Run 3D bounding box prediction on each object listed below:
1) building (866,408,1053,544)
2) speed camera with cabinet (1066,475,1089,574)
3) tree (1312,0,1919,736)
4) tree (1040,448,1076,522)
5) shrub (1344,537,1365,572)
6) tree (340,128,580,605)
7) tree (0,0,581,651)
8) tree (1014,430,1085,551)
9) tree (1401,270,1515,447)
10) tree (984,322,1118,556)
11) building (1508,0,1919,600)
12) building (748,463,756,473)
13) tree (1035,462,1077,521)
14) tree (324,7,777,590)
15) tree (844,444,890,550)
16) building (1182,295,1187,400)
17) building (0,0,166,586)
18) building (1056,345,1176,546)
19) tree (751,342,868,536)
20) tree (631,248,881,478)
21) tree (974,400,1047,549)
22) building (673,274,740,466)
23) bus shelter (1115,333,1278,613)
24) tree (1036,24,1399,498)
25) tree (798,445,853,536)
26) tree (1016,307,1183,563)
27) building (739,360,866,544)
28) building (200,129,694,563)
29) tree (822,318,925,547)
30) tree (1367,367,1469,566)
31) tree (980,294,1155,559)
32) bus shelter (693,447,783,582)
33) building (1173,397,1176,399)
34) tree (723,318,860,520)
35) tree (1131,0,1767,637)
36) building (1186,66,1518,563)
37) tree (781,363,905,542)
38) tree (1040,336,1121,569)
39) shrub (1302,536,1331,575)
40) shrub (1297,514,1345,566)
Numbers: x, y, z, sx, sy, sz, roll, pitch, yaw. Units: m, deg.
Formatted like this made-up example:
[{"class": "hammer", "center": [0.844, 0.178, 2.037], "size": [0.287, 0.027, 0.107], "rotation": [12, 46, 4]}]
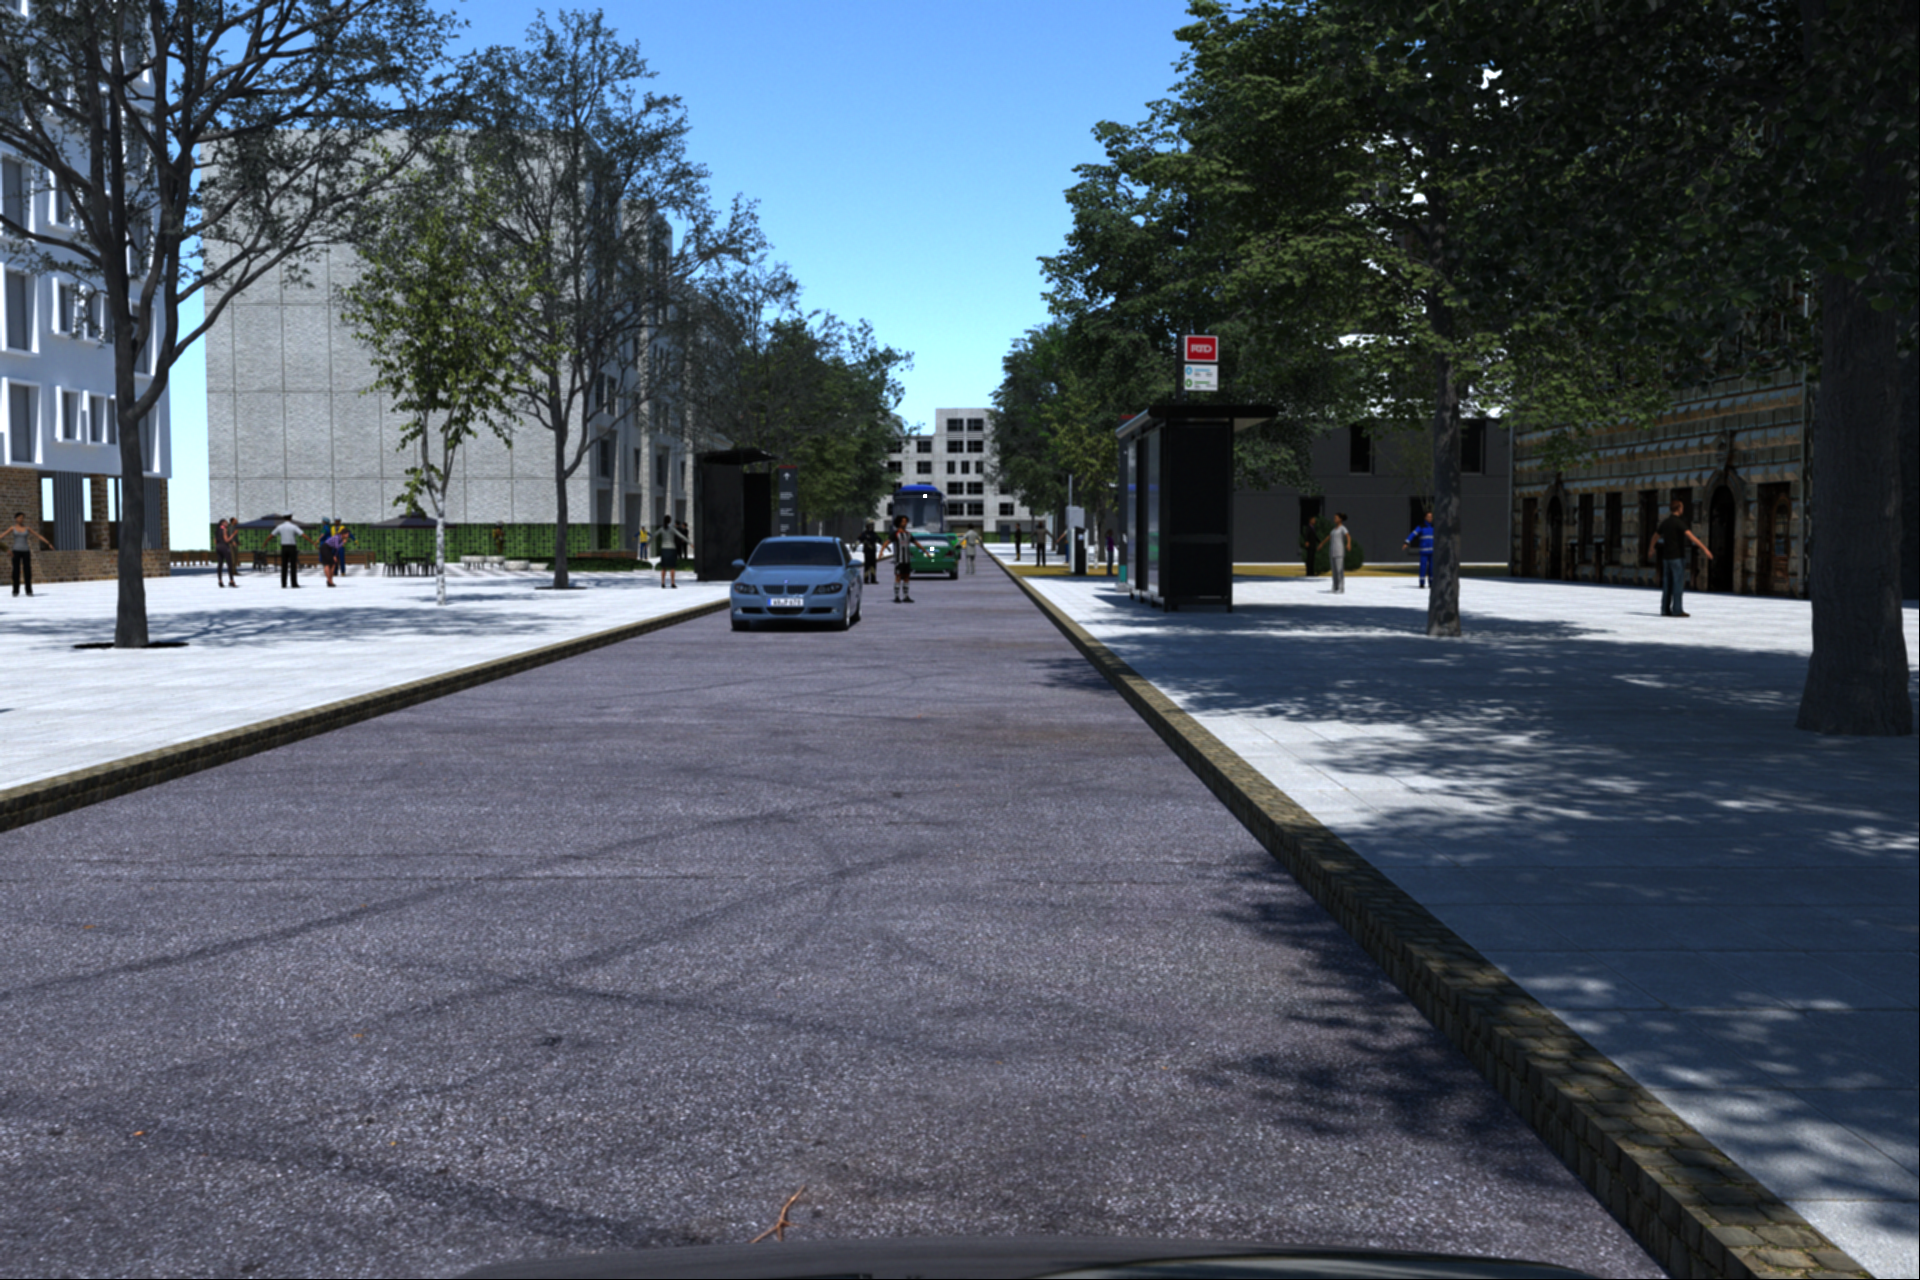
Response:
[{"class": "building", "center": [-2.374, -23.263, 249.261], "size": [31.486, 18.905, 16.747], "rotation": [0, 4, 7]}, {"class": "speed camera with cabinet", "center": [3.874, -3.838, 57.084], "size": [0.660, 3.252, 2.038], "rotation": [0, 4, -1]}, {"class": "tree", "center": [5.872, -6.368, 10.778], "size": [9.857, 13.997, 8.962], "rotation": [0, 3, 0]}, {"class": "tree", "center": [7.178, -10.502, 122.066], "size": [4.737, 8.622, 4.395], "rotation": [0, 3, 0]}, {"class": "shrub", "center": [13.346, -2.942, 59.210], "size": [1.383, 1.207, 1.383], "rotation": [0, 3, 0]}, {"class": "tree", "center": [-9.231, -4.940, 31.128], "size": [4.737, 8.622, 4.395], "rotation": [0, 3, 0]}, {"class": "tree", "center": [-9.228, -6.658, 19.220], "size": [12.009, 13.543, 11.850], "rotation": [0, 3, 0]}, {"class": "tree", "center": [7.198, -12.473, 129.683], "size": [9.928, 11.665, 9.643], "rotation": [0, 3, 0]}, {"class": "tree", "center": [20.640, -9.198, 60.755], "size": [12.009, 13.543, 11.850], "rotation": [0, 3, 0]}, {"class": "tree", "center": [6.168, -12.036, 103.437], "size": [9.857, 13.997, 8.962], "rotation": [0, 3, 0]}, {"class": "building", "center": [25.700, -12.919, 42.158], "size": [19.493, 23.208, 18.063], "rotation": [0, 4, 0]}, {"class": "building", "center": [-25.794, -14.838, 184.743], "size": [9.099, 9.664, 28.070], "rotation": [0, 4, 0]}, {"class": "tree", "center": [6.556, -10.107, 115.609], "size": [4.360, 8.622, 3.978], "rotation": [0, 3, 0]}, {"class": "tree", "center": [-9.146, -7.926, 39.968], "size": [12.009, 13.543, 11.850], "rotation": [0, 3, 0]}, {"class": "tree", "center": [-9.249, -12.711, 142.238], "size": [7.601, 10.594, 8.767], "rotation": [-2, 4, -27]}, {"class": "building", "center": [21.687, -16.658, 128.781], "size": [16.016, 20.090, 11.380], "rotation": [0, 4, 0]}, {"class": "building", "center": [-28.597, -11.136, 38.501], "size": [16.016, 20.090, 11.380], "rotation": [0, 4, -1]}, {"class": "building", "center": [25.139, -22.001, 203.692], "size": [27.936, 21.610, 32.646], "rotation": [0, 4, 0]}, {"class": "tree", "center": [-9.187, -11.172, 100.783], "size": [7.486, 12.596, 7.792], "rotation": [0, 3, 0]}, {"class": "tree", "center": [-8.578, -9.994, 73.772], "size": [12.009, 13.543, 11.850], "rotation": [0, 3, 0]}, {"class": "tree", "center": [6.260, -14.616, 149.333], "size": [12.009, 13.543, 11.850], "rotation": [0, 3, 0]}, {"class": "building", "center": [-25.882, -17.782, 121.672], "size": [19.493, 23.208, 18.063], "rotation": [0, 4, 0]}, {"class": "bus shelter", "center": [4.126, -3.349, 32.392], "size": [2.179, 5.291, 8.768], "rotation": [0, 3, 0]}, {"class": "tree", "center": [6.714, -8.483, 45.349], "size": [9.857, 13.997, 8.962], "rotation": [0, 3, 0]}, {"class": "tree", "center": [-8.995, -9.863, 111.618], "size": [4.737, 8.622, 4.395], "rotation": [0, 3, 0]}, {"class": "tree", "center": [6.385, -9.305, 77.888], "size": [9.928, 11.665, 9.643], "rotation": [0, 3, 0]}, {"class": "building", "center": [-26.643, -22.997, 219.983], "size": [27.936, 21.610, 32.646], "rotation": [0, 4, 0]}, {"class": "building", "center": [-24.849, -13.778, 91.730], "size": [16.747, 18.905, 31.486], "rotation": [0, 4, 0]}, {"class": "tree", "center": [-9.357, -18.282, 154.801], "size": [12.611, 20.169, 13.585], "rotation": [0, 3, 0]}, {"class": "tree", "center": [19.319, -7.342, 70.396], "size": [4.360, 8.622, 3.978], "rotation": [0, 3, 0]}, {"class": "tree", "center": [6.145, -10.901, 88.594], "size": [12.009, 13.543, 11.850], "rotation": [0, 3, 0]}, {"class": "bus shelter", "center": [-6.306, -3.581, 49.824], "size": [1.731, 3.624, 6.357], "rotation": [0, 4, 1]}, {"class": "building", "center": [25.137, -20.042, 184.101], "size": [16.016, 20.090, 11.380], "rotation": [0, 4, 0]}, {"class": "tree", "center": [-9.097, -10.561, 90.807], "size": [7.486, 12.596, 7.792], "rotation": [0, 3, 0]}, {"class": "tree", "center": [5.865, -6.345, 21.868], "size": [7.486, 12.596, 7.792], "rotation": [0, 3, 0]}, {"class": "building", "center": [25.669, -15.193, 92.378], "size": [27.936, 21.610, 32.646], "rotation": [0, 4, 0]}, {"class": "tree", "center": [-8.747, -13.440, 126.394], "size": [9.857, 13.997, 8.962], "rotation": [0, 3, 0]}, {"class": "tree", "center": [5.015, -6.926, 63.607], "size": [4.737, 8.622, 4.395], "rotation": [0, 3, 0]}, {"class": "shrub", "center": [11.254, -2.642, 54.317], "size": [1.383, 1.207, 1.383], "rotation": [0, 3, 0]}, {"class": "shrub", "center": [12.847, -3.499, 61.620], "size": [1.690, 2.028, 1.600], "rotation": [0, 3, 0]}]
